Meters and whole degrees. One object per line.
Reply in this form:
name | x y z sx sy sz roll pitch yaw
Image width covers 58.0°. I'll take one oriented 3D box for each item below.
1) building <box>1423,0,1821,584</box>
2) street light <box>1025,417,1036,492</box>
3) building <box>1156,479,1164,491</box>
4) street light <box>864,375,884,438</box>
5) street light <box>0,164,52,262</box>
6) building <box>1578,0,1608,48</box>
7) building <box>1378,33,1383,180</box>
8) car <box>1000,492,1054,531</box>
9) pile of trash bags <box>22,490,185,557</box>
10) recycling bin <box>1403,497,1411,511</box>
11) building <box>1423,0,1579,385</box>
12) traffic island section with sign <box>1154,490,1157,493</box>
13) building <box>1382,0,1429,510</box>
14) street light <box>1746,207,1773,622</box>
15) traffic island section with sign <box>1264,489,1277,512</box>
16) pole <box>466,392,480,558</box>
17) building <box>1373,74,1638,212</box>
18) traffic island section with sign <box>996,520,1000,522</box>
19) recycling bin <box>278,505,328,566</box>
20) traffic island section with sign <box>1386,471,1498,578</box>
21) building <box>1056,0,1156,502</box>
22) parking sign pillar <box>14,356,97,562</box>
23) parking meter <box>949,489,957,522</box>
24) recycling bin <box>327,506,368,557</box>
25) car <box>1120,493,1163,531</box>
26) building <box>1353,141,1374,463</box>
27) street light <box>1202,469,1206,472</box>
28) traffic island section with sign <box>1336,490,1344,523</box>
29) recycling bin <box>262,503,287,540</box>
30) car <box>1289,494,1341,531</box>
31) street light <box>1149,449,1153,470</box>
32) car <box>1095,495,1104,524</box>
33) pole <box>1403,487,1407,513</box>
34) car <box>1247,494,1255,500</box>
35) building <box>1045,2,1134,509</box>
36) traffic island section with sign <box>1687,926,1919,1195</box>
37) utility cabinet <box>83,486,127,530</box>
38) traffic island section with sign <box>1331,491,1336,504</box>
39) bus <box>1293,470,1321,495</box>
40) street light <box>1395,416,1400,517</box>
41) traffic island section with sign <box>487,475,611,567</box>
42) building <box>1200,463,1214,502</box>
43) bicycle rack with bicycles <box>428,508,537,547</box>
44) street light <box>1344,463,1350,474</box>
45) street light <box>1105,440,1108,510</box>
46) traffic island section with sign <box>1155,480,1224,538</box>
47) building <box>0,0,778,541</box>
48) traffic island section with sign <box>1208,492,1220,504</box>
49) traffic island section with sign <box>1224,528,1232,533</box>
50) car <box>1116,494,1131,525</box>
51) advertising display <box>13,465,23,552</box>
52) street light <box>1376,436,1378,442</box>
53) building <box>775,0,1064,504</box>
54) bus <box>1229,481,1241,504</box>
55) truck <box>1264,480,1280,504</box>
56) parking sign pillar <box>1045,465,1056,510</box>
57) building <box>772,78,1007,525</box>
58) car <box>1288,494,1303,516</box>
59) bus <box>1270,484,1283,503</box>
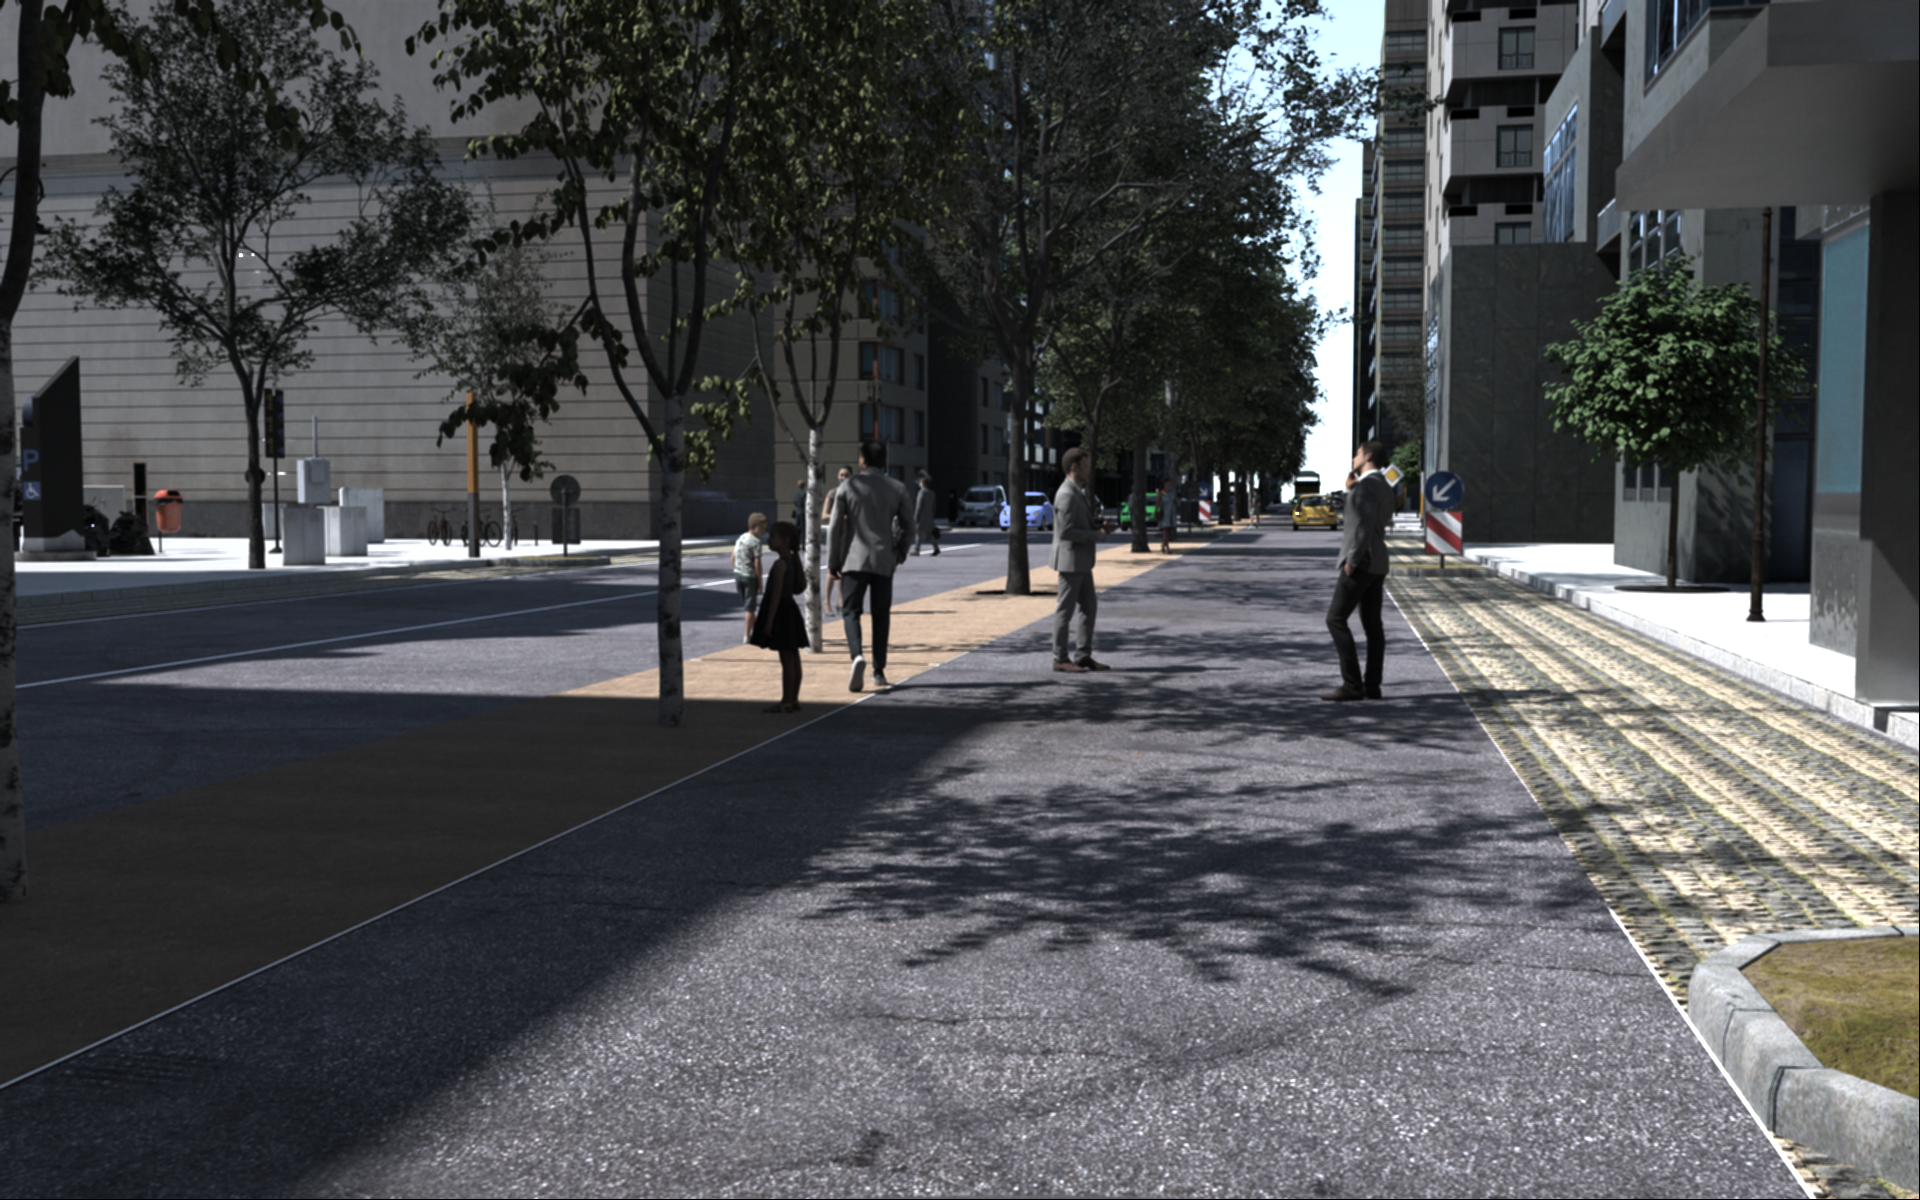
building | 22.643 -44.209 35.494 22.319 86.520 31.000 1 4 12
street light | 4.221 -8.030 104.072 0.468 5.910 1.993 1 4 12
building | 8.147 -31.324 204.032 32.217 40.220 23.993 1 4 12
street light | -3.334 -5.782 67.328 0.468 5.910 1.993 1 4 12
street light | -12.646 -3.056 22.761 0.468 5.910 1.993 1 4 12
building | 40.187 -32.115 67.073 28.212 58.520 21.231 1 4 12
building | 45.268 -31.044 157.676 14.600 45.320 14.200 1 4 12
car | 2.654 -3.576 68.067 1.945 1.707 3.694 1 4 12
pile of trash bags | -17.768 -1.630 36.405 1.912 1.369 3.447 1 4 22
recycling bin | 34.582 -7.483 134.897 0.722 1.027 0.722 -2 4 -28
building | 43.018 -31.564 105.315 28.713 52.752 27.495 1 4 12
traffic island section with sign | 18.710 -9.522 164.320 1.989 1.847 2.006 1 4 12
building | 41.895 -28.116 143.290 14.154 41.232 14.086 1 4 12
street light | 8.026 -2.722 17.287 0.468 5.910 1.993 1 4 12
traffic island section with sign | 24.247 -7.932 137.831 2.006 1.907 1.989 1 4 12
pole | -9.808 -2.510 34.880 0.158 3.312 0.155 0 3 0
building | 54.116 -34.214 179.014 23.786 49.044 30.456 1 4 12
traffic island section with sign | 2.906 -4.855 88.000 1.989 1.847 2.006 1 4 12
recycling bin | -11.887 -1.149 31.344 0.722 1.027 0.722 -1 4 -22
traffic island section with sign | 8.335 -1.335 30.451 1.989 1.847 2.006 1 4 12
building | 9.937 -45.355 179.798 20.563 71.187 20.611 1 4 12
parking sign pillar | -17.422 -2.737 33.227 1.447 3.967 1.447 0 4 6
parking meter | -0.341 -4.348 79.497 0.372 1.533 0.369 0 3 0
recycling bin | -12.754 -1.420 35.764 0.722 1.027 0.722 2 4 27
car | 7.381 -3.616 67.922 1.959 1.807 4.718 1 4 13
building | 53.771 -31.708 202.022 14.154 41.232 14.086 1 4 12
street light | 36.824 -17.655 261.449 0.468 5.910 1.993 1 4 12
traffic island section with sign | 19.646 -4.678 85.111 1.989 1.847 2.006 1 4 12
recycling bin | -19.420 -2.208 48.656 0.722 1.027 0.722 2 4 35
car | 14.081 -3.577 68.710 2.015 1.641 3.980 1 4 11
street light | 19.799 -12.633 179.341 0.468 5.910 1.993 1 4 12
car | 5.723 -4.263 81.494 2.131 1.459 4.920 1 4 10
pole | 29.504 -7.397 114.777 0.158 3.312 0.155 0 3 0
car | 34.788 -11.923 204.723 2.009 1.686 4.222 1 4 10
building | 4.221 -30.690 156.412 22.147 44.769 28.867 1 4 12
traffic island section with sign | 2.871 0.280 4.053 1.989 1.847 2.006 1 4 12
utility cabinet | -22.996 -2.306 46.390 1.173 1.500 0.318 -1 4 -9
traffic island section with sign | 25.231 -6.327 112.080 1.989 1.847 2.006 1 4 12
bus | 36.097 -11.531 180.083 2.896 3.916 12.252 1 4 11
street light | 24.803 -7.674 98.260 0.468 5.910 1.993 1 4 12
traffic island section with sign | -8.119 -1.594 34.683 1.989 1.847 2.006 1 4 12
building | 35.226 -37.088 289.975 14.154 41.232 14.086 1 4 12
bicycle rack with bicycles | -11.715 -1.806 42.902 2.852 0.926 2.925 -2 4 -30
street light | 57.064 -17.224 254.400 0.468 5.910 1.993 1 4 12
street light | 12.103 -10.365 142.249 0.468 5.910 1.993 1 4 12
traffic island section with sign | 7.516 -2.988 56.992 2.006 1.907 1.989 1 4 12
building | -19.199 -15.756 54.873 25.104 27.353 12.463 1 4 12
traffic island section with sign | 35.532 -14.493 245.593 1.989 1.847 2.006 1 4 12
traffic island section with sign | 9.027 -3.432 64.245 2.006 1.907 1.989 1 4 12
car | 8.381 -4.195 80.385 2.131 1.459 4.920 1 4 11
advertising display | -20.947 -2.015 38.159 0.974 1.923 0.123 -2 4 -29
street light | 32.463 -9.920 134.982 0.468 5.910 1.993 1 4 12
building | -5.206 -30.926 125.249 23.786 49.044 30.456 1 4 12
bus | 38.842 -15.176 242.985 2.948 3.499 13.247 1 4 10
truck | 47.312 -16.757 263.727 2.967 4.110 18.799 1 4 11
parking sign pillar | 7.124 -9.320 140.849 1.447 3.967 1.447 -2 4 -25
building | -13.812 -14.797 86.970 27.650 21.520 28.899 1 4 12
car | 22.909 -6.337 115.402 2.131 1.459 4.920 1 4 11
bus | 52.162 -17.911 287.703 2.948 3.499 13.247 1 4 12
